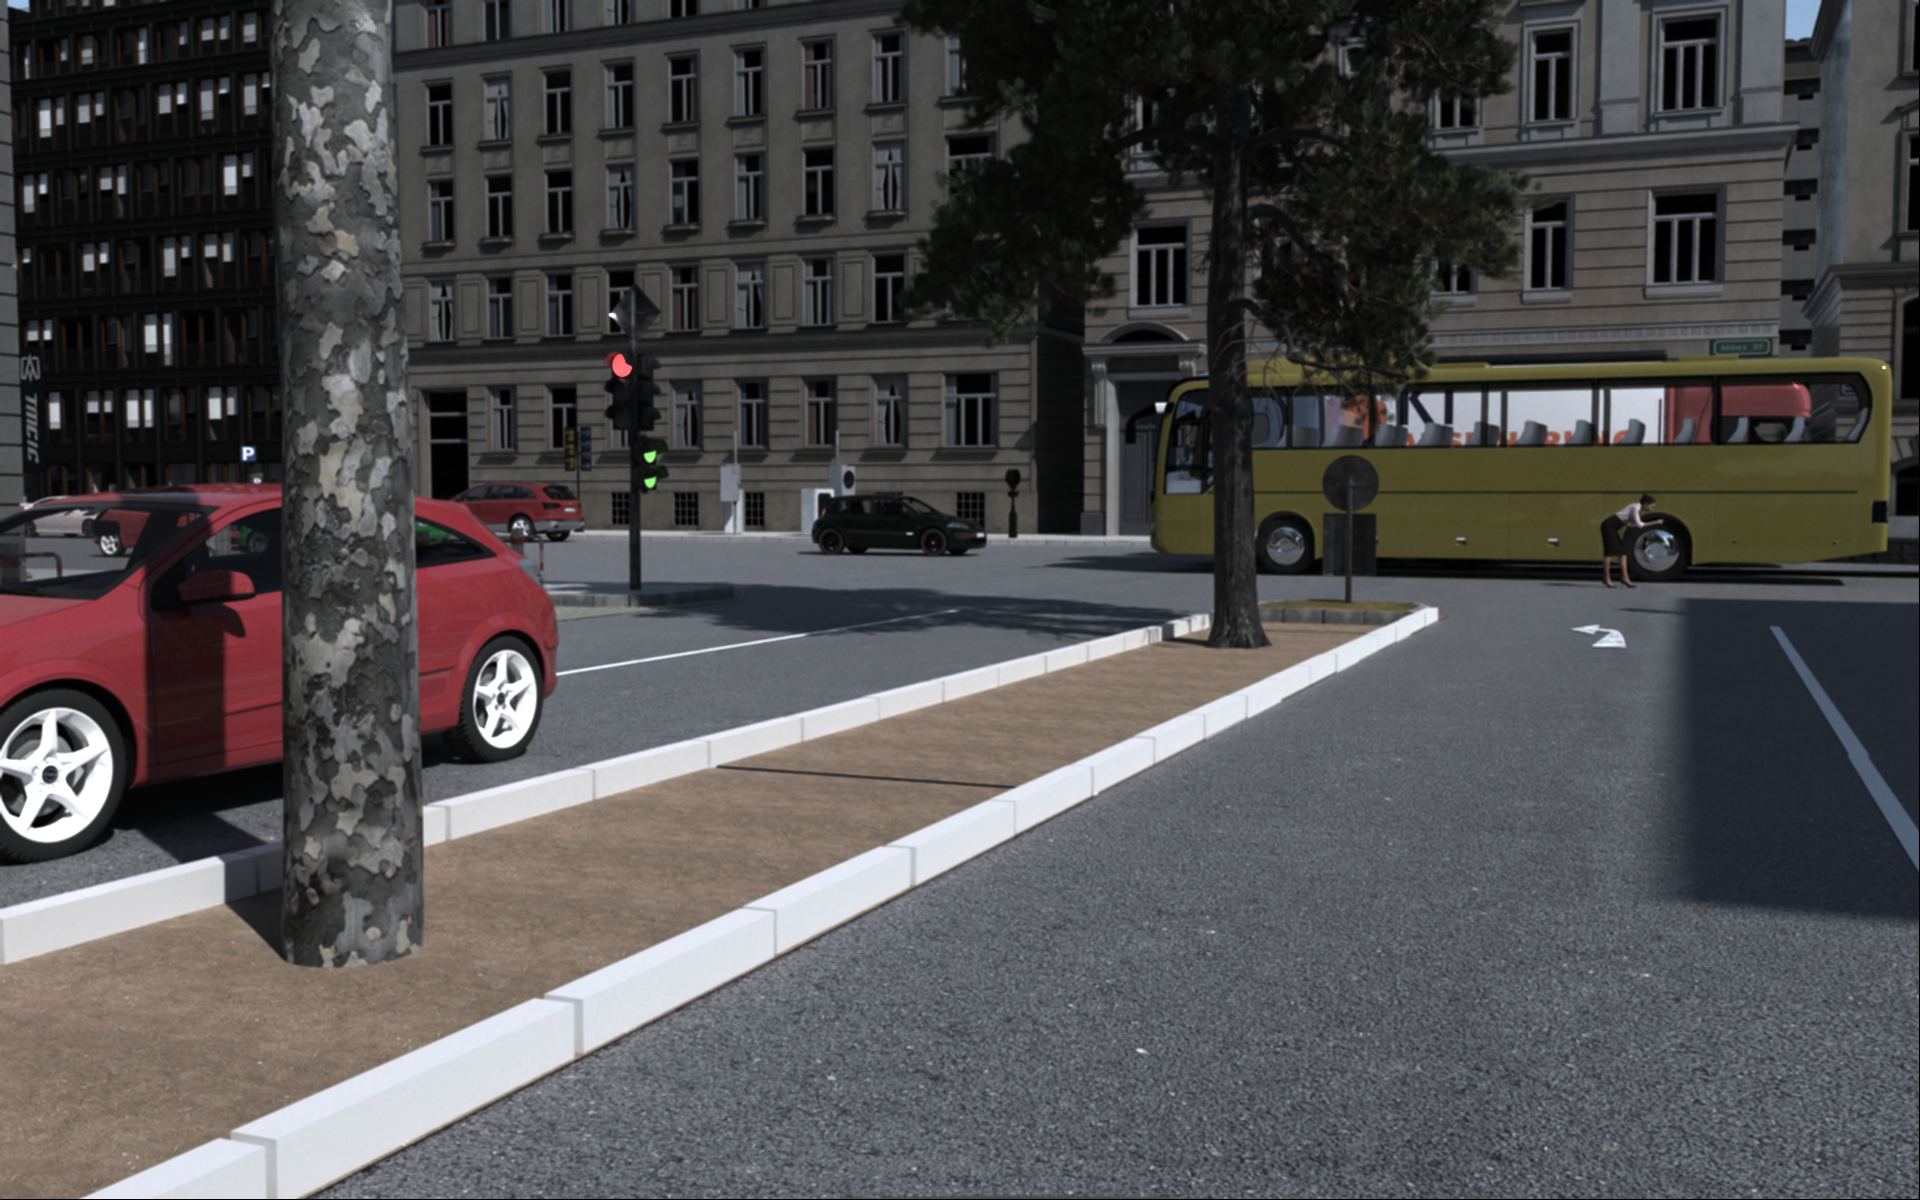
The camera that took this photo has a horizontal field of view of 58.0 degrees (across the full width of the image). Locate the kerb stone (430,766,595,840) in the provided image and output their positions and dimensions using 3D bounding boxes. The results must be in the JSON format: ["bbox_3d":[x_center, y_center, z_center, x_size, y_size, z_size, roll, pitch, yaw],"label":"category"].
[{"bbox_3d":[-1.955,0.892,7.606,0.120,0.150,1.000,1,4,23],"label":"kerb stone"}]

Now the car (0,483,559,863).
[{"bbox_3d":[-3.810,0.047,8.273,2.155,1.783,4.494,2,4,24],"label":"car"}]

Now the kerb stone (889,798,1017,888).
[{"bbox_3d":[-0.022,0.943,6.778,0.120,0.150,1.000,1,4,23],"label":"kerb stone"}]

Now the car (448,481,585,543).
[{"bbox_3d":[-13.958,-2.677,52.441,5.304,1.827,2.281,1,4,22],"label":"car"}]

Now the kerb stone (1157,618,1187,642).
[{"bbox_3d":[2.029,0.316,17.103,0.120,0.150,1.000,1,4,23],"label":"kerb stone"}]

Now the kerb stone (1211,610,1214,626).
[{"bbox_3d":[2.819,0.195,19.005,0.120,0.150,1.000,1,4,23],"label":"kerb stone"}]

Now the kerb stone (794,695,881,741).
[{"bbox_3d":[-0.760,0.721,10.443,0.120,0.150,1.000,1,4,23],"label":"kerb stone"}]

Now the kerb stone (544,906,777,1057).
[{"bbox_3d":[-0.819,1.059,4.884,0.120,0.150,1.000,1,4,23],"label":"kerb stone"}]

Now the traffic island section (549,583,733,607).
[{"bbox_3d":[-4.371,-0.059,23.253,2.009,0.180,2.903,1,4,23],"label":"traffic island section"}]

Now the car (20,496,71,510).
[{"bbox_3d":[-29.013,-2.737,57.110,4.827,1.381,2.083,1,4,22],"label":"car"}]

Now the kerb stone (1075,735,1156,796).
[{"bbox_3d":[0.770,0.832,8.680,0.120,0.150,1.000,1,4,23],"label":"kerb stone"}]

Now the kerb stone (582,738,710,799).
[{"bbox_3d":[-1.560,0.835,8.552,0.120,0.150,1.000,1,4,23],"label":"kerb stone"}]

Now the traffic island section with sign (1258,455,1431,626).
[{"bbox_3d":[4.352,-0.717,19.866,2.006,1.907,1.989,1,4,23],"label":"traffic island section with sign"}]

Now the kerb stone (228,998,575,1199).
[{"bbox_3d":[-1.221,1.117,3.928,0.120,0.150,1.000,1,4,23],"label":"kerb stone"}]

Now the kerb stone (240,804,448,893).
[{"bbox_3d":[-2.358,0.953,6.663,0.120,0.150,1.000,1,4,23],"label":"kerb stone"}]

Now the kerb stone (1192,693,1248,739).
[{"bbox_3d":[1.568,0.711,10.571,0.120,0.150,1.000,1,4,23],"label":"kerb stone"}]

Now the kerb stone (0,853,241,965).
[{"bbox_3d":[-2.750,1.008,5.715,0.120,0.150,1.000,1,4,23],"label":"kerb stone"}]

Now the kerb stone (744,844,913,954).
[{"bbox_3d":[-0.428,1.001,5.832,0.120,0.150,1.000,1,4,23],"label":"kerb stone"}]

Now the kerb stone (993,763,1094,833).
[{"bbox_3d":[0.370,0.886,7.726,0.120,0.150,1.000,1,4,23],"label":"kerb stone"}]

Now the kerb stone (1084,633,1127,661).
[{"bbox_3d":[1.232,0.429,15.198,0.120,0.150,1.000,1,4,23],"label":"kerb stone"}]

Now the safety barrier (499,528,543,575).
[{"bbox_3d":[-6.000,-0.563,23.477,0.300,0.817,1.120,1,4,23],"label":"safety barrier"}]

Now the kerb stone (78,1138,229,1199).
[{"bbox_3d":[-1.615,1.177,2.974,0.120,0.150,1.000,1,4,23],"label":"kerb stone"}]

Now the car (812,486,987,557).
[{"bbox_3d":[-1.460,-1.900,40.847,4.222,1.686,2.009,1,4,21],"label":"car"}]

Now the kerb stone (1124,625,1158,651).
[{"bbox_3d":[1.628,0.370,16.150,0.120,0.150,1.000,1,4,23],"label":"kerb stone"}]

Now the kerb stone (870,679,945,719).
[{"bbox_3d":[-0.370,0.660,11.397,0.120,0.150,1.000,1,4,23],"label":"kerb stone"}]

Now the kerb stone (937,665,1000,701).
[{"bbox_3d":[0.031,0.603,12.341,0.120,0.150,1.000,1,4,23],"label":"kerb stone"}]

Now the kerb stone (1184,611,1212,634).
[{"bbox_3d":[2.419,0.253,18.053,0.120,0.150,1.000,1,4,23],"label":"kerb stone"}]

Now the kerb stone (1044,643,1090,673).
[{"bbox_3d":[0.829,0.489,14.250,0.120,0.150,1.000,1,4,23],"label":"kerb stone"}]

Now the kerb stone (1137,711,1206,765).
[{"bbox_3d":[1.168,0.769,9.627,0.120,0.150,1.000,1,4,23],"label":"kerb stone"}]

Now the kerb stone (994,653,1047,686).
[{"bbox_3d":[0.424,0.546,13.294,0.120,0.150,1.000,1,4,23],"label":"kerb stone"}]

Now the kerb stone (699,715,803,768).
[{"bbox_3d":[-1.161,0.778,9.498,0.120,0.150,1.000,1,4,23],"label":"kerb stone"}]
